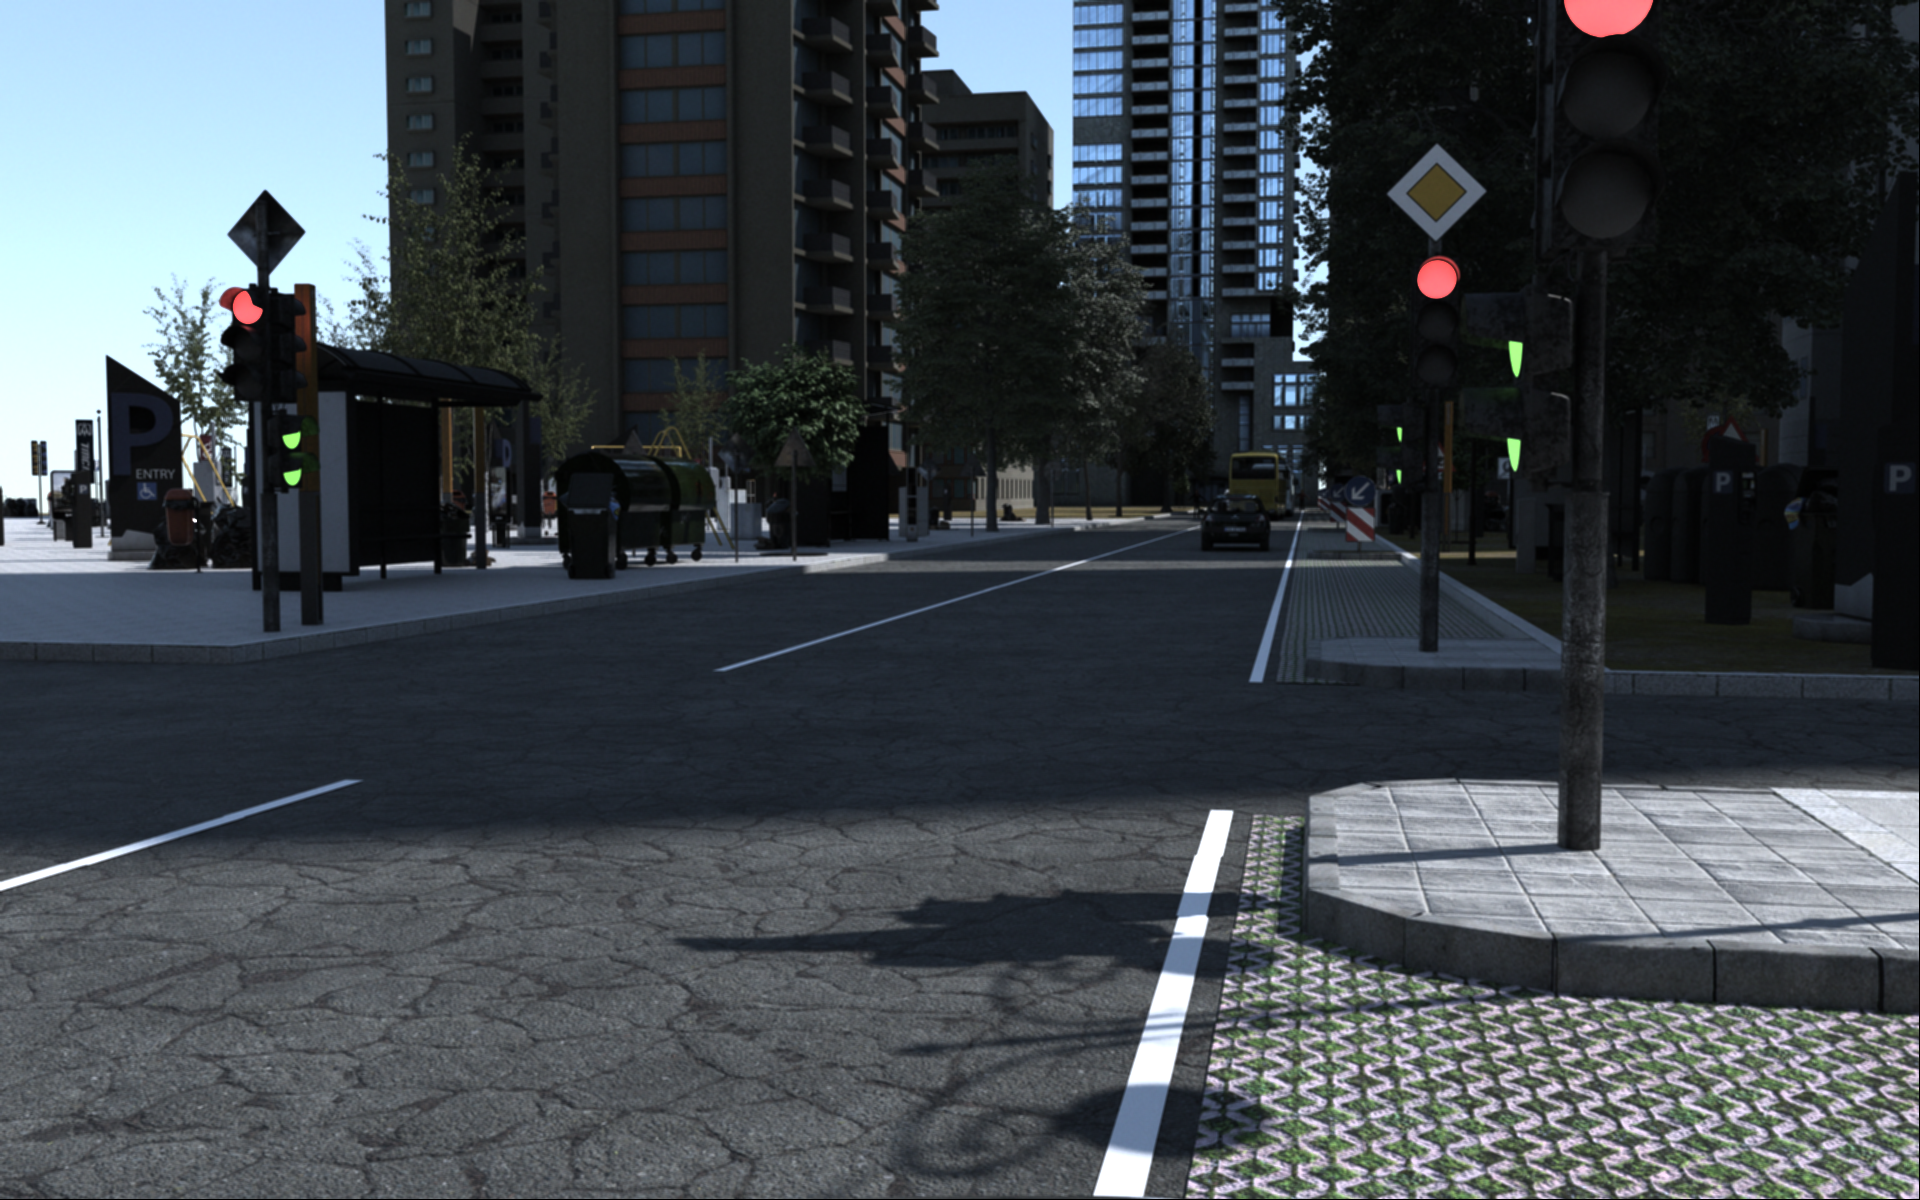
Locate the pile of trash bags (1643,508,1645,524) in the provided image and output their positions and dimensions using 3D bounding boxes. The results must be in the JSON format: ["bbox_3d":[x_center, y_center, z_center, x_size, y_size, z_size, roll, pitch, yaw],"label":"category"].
[{"bbox_3d":[29.698,-3.960,74.499,3.447,1.369,1.912,1,4,15],"label":"pile of trash bags"}]

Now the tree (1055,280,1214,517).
[{"bbox_3d":[8.911,-11.405,96.848,12.009,13.543,11.850,0,3,0],"label":"tree"}]

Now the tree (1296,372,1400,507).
[{"bbox_3d":[28.652,-12.596,122.952,9.611,12.733,9.660,0,3,0],"label":"tree"}]

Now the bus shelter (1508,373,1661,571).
[{"bbox_3d":[11.052,-2.288,31.333,2.014,3.302,5.546,1,4,11],"label":"bus shelter"}]

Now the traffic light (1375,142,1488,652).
[{"bbox_3d":[3.805,-1.535,14.017,0.839,4.253,0.868,1,4,11],"label":"traffic light"}]

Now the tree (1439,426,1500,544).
[{"bbox_3d":[12.906,-3.089,45.115,1.663,3.219,1.824,0,3,0],"label":"tree"}]

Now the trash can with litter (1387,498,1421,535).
[{"bbox_3d":[14.087,-2.661,54.898,1.055,1.170,0.624,1,4,21],"label":"trash can with litter"}]

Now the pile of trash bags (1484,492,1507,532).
[{"bbox_3d":[18.800,-3.043,59.501,1.912,1.369,3.447,0,4,-7],"label":"pile of trash bags"}]

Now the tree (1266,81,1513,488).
[{"bbox_3d":[19.843,-13.543,77.311,12.611,20.169,13.585,0,3,0],"label":"tree"}]

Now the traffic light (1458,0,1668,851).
[{"bbox_3d":[2.233,-1.056,6.187,0.839,4.253,0.868,1,4,11],"label":"traffic light"}]

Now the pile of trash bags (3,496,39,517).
[{"bbox_3d":[-52.989,-5.259,95.739,1.912,1.369,3.447,3,5,43],"label":"pile of trash bags"}]

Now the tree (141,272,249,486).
[{"bbox_3d":[-25.284,-6.595,58.193,4.737,8.622,4.395,0,3,0],"label":"tree"}]

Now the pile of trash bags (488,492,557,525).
[{"bbox_3d":[-18.147,-3.719,70.564,3.447,1.369,1.912,-2,4,-26],"label":"pile of trash bags"}]

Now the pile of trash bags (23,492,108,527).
[{"bbox_3d":[-34.400,-3.501,66.989,1.912,1.369,3.447,0,4,-7],"label":"pile of trash bags"}]

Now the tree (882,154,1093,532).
[{"bbox_3d":[0.843,-8.573,58.292,7.486,12.596,7.792,0,3,0],"label":"tree"}]

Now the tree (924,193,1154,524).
[{"bbox_3d":[3.437,-10.216,73.681,9.857,13.997,8.962,0,3,0],"label":"tree"}]

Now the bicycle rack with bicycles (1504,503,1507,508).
[{"bbox_3d":[26.545,-4.256,82.970,2.925,0.926,2.852,2,4,26],"label":"bicycle rack with bicycles"}]

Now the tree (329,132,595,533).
[{"bbox_3d":[-10.721,-5.242,36.067,4.737,8.622,4.395,0,3,0],"label":"tree"}]

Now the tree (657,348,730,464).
[{"bbox_3d":[-13.605,-8.421,88.048,4.737,8.622,4.395,0,3,0],"label":"tree"}]

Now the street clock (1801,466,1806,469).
[{"bbox_3d":[21.975,-2.478,45.078,0.358,2.002,0.471,2,4,32],"label":"street clock"}]

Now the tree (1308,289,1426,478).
[{"bbox_3d":[22.772,-10.732,93.603,7.486,12.596,7.792,0,3,0],"label":"tree"}]

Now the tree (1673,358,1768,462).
[{"bbox_3d":[36.074,-8.054,82.052,4.737,8.622,4.395,0,3,0],"label":"tree"}]

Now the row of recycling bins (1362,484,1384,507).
[{"bbox_3d":[18.687,-3.971,72.036,3.534,1.692,1.069,2,4,30],"label":"row of recycling bins"}]

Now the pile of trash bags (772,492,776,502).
[{"bbox_3d":[-5.250,-3.312,63.910,3.447,1.369,1.912,1,4,9],"label":"pile of trash bags"}]

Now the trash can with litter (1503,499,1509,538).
[{"bbox_3d":[15.204,-2.151,46.558,1.055,1.170,0.624,0,4,-4],"label":"trash can with litter"}]

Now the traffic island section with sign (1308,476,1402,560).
[{"bbox_3d":[8.703,-1.811,38.239,1.989,1.847,2.006,1,4,11],"label":"traffic island section with sign"}]

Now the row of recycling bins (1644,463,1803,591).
[{"bbox_3d":[10.809,-1.064,24.506,1.069,1.692,3.534,0,4,-6],"label":"row of recycling bins"}]

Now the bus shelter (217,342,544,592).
[{"bbox_3d":[-8.194,-1.917,25.262,2.014,3.302,5.546,1,4,11],"label":"bus shelter"}]

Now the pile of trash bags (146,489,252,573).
[{"bbox_3d":[-12.977,-1.218,29.667,1.912,1.369,3.447,-1,4,-11],"label":"pile of trash bags"}]

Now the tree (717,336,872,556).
[{"bbox_3d":[-3.431,-3.216,36.294,4.285,4.588,4.351,0,3,0],"label":"tree"}]

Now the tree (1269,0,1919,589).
[{"bbox_3d":[8.674,-7.131,23.240,9.857,13.997,8.962,0,3,0],"label":"tree"}]

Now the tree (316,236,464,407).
[{"bbox_3d":[-16.067,-6.011,48.637,4.360,8.622,3.978,0,3,0],"label":"tree"}]

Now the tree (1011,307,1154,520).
[{"bbox_3d":[6.052,-9.183,84.553,7.601,10.594,8.767,2,4,31],"label":"tree"}]

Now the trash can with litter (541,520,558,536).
[{"bbox_3d":[-12.126,-2.600,53.570,2.233,1.210,1.678,-1,4,-14],"label":"trash can with litter"}]

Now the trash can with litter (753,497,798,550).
[{"bbox_3d":[-4.271,-1.752,40.031,0.624,1.170,1.055,2,4,30],"label":"trash can with litter"}]

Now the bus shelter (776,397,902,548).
[{"bbox_3d":[-3.025,-3.254,44.479,1.731,3.624,6.357,1,4,11],"label":"bus shelter"}]

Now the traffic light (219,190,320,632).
[{"bbox_3d":[-6.407,-1.659,16.043,0.839,4.253,0.868,1,4,11],"label":"traffic light"}]

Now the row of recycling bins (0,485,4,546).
[{"bbox_3d":[-24.795,-2.247,43.849,1.069,1.692,3.534,-2,4,-29],"label":"row of recycling bins"}]

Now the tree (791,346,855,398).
[{"bbox_3d":[-7.254,-8.240,85.091,4.737,8.622,4.395,0,3,0],"label":"tree"}]

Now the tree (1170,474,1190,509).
[{"bbox_3d":[18.867,-9.493,149.804,1.663,3.219,1.824,0,3,0],"label":"tree"}]

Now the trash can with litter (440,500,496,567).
[{"bbox_3d":[-8.796,-1.177,30.632,0.624,1.170,1.055,3,5,39],"label":"trash can with litter"}]

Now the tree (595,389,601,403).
[{"bbox_3d":[-18.623,-7.804,77.957,4.737,8.622,4.395,0,3,0],"label":"tree"}]

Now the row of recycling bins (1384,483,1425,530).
[{"bbox_3d":[16.781,-3.451,63.545,1.069,1.692,3.534,2,4,33],"label":"row of recycling bins"}]

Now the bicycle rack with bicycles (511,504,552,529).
[{"bbox_3d":[-16.364,-3.139,64.700,2.852,0.926,2.925,-1,4,-10],"label":"bicycle rack with bicycles"}]

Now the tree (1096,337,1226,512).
[{"bbox_3d":[14.975,-12.769,125.775,9.611,12.733,9.660,0,3,0],"label":"tree"}]

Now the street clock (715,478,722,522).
[{"bbox_3d":[-11.051,-4.550,78.959,0.358,2.002,0.471,-2,4,-33],"label":"street clock"}]

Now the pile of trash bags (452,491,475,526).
[{"bbox_3d":[-14.096,-2.053,43.324,3.447,1.369,1.912,-2,4,-24],"label":"pile of trash bags"}]

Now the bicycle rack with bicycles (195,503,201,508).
[{"bbox_3d":[-30.324,-3.339,67.974,2.925,0.926,2.852,2,4,30],"label":"bicycle rack with bicycles"}]

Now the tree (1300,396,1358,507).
[{"bbox_3d":[35.059,-14.861,153.348,12.009,13.543,11.850,0,3,0],"label":"tree"}]
